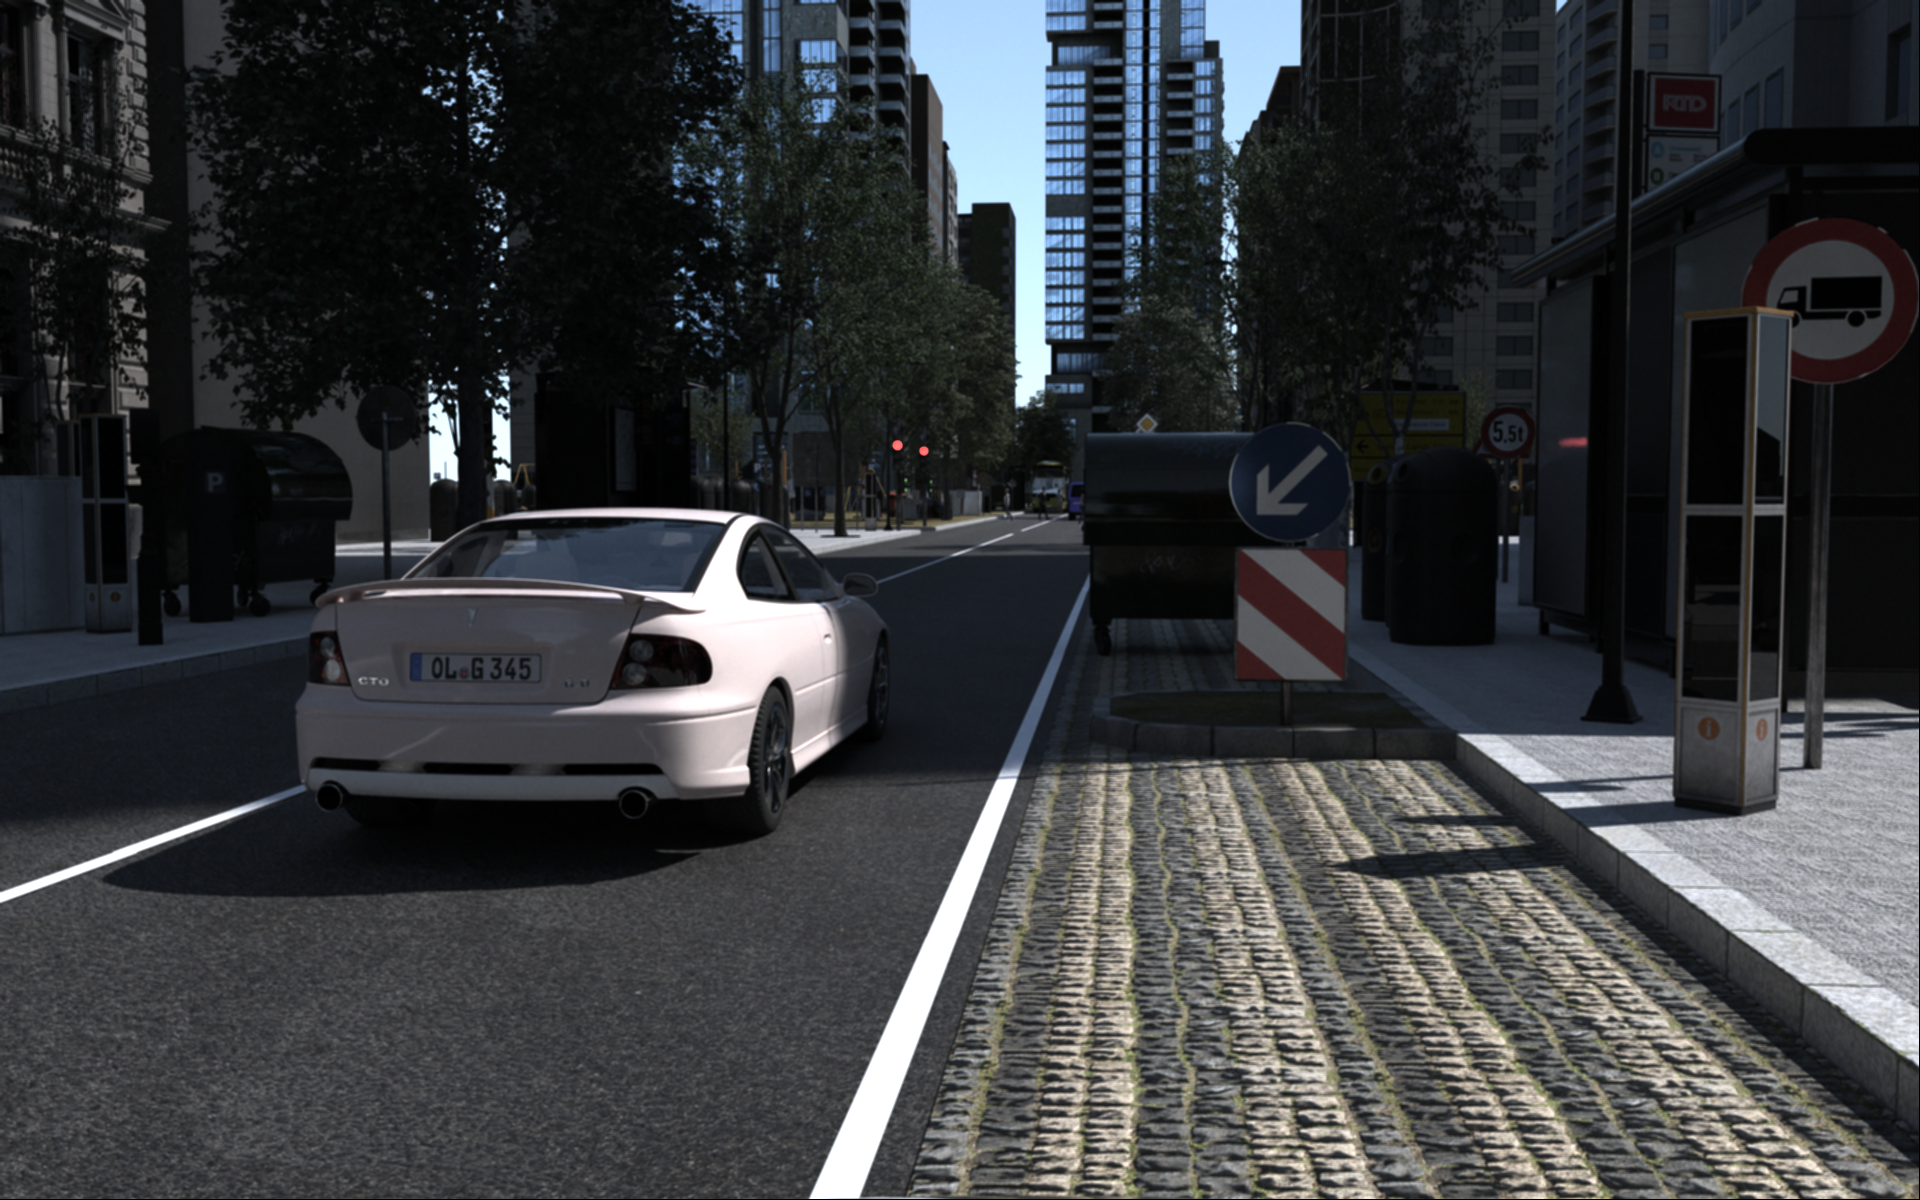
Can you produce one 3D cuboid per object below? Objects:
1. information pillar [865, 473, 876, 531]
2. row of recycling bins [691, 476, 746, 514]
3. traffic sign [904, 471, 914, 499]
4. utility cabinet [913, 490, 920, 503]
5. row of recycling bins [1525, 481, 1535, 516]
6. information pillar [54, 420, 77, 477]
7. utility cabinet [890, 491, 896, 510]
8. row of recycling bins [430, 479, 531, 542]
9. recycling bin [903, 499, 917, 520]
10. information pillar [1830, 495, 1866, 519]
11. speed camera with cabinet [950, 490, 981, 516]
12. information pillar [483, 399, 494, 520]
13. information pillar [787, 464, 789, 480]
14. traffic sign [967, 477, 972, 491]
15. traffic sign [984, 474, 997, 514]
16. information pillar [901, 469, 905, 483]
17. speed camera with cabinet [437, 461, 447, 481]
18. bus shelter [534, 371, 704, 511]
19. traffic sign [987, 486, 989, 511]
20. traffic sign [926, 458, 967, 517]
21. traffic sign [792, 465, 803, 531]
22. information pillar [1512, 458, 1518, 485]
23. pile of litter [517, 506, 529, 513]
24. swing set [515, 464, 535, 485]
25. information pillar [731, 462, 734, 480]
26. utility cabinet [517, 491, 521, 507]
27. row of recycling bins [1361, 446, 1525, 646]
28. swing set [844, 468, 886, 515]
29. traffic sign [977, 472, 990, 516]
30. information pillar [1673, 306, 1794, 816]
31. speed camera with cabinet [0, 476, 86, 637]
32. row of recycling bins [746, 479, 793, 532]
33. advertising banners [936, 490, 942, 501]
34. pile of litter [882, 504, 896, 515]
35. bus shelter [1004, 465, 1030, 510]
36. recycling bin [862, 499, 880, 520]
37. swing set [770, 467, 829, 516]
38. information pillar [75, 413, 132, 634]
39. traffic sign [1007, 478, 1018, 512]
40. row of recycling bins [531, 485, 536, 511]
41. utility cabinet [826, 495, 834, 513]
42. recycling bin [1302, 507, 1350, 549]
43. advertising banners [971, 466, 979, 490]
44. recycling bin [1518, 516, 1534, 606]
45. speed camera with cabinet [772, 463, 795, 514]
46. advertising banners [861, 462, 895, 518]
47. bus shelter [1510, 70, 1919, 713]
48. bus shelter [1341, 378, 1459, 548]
[{"bbox_3d":[-3.114,-3.420,60.401,0.304,2.012,0.304,2,4,23],"label":"information pillar"},{"bbox_3d":[-5.919,-1.978,39.450,1.069,1.692,3.534,0,4,7],"label":"row of recycling bins"},{"bbox_3d":[-2.852,-5.726,93.733,0.768,2.556,0.104,1,4,11],"label":"traffic sign"},{"bbox_3d":[-2.449,-5.394,96.864,0.318,1.500,1.173,0,4,-7],"label":"utility cabinet"},{"bbox_3d":[18.086,-2.810,53.064,3.534,1.692,1.069,0,4,6],"label":"row of recycling bins"},{"bbox_3d":[-8.835,-0.789,17.393,0.304,2.012,0.304,2,4,35],"label":"information pillar"},{"bbox_3d":[-4.340,-6.489,114.771,0.318,1.500,1.173,-2,4,-25],"label":"utility cabinet"},{"bbox_3d":[-13.364,-2.494,47.897,1.069,1.692,3.534,1,4,18],"label":"row of recycling bins"},{"bbox_3d":[-2.524,-4.409,84.638,0.722,1.027,0.722,-1,4,-10],"label":"recycling bin"},{"bbox_3d":[8.656,-0.758,16.892,0.304,2.012,0.304,2,4,31],"label":"information pillar"},{"bbox_3d":[0.222,-6.616,102.504,2.038,3.252,0.660,1,4,9],"label":"speed camera with cabinet"},{"bbox_3d":[-11.358,-3.055,41.306,0.504,3.616,0.183,0,4,-2],"label":"information pillar"},{"bbox_3d":[-13.218,-8.669,133.099,0.183,3.616,0.504,0,4,6],"label":"information pillar"},{"bbox_3d":[0.638,-8.121,132.885,0.768,2.556,0.104,1,4,11],"label":"traffic sign"},{"bbox_3d":[1.916,-6.714,109.785,0.884,2.594,0.081,0,4,7],"label":"traffic sign"},{"bbox_3d":[-4.494,-8.856,136.157,0.183,3.616,0.504,-3,5,-44],"label":"information pillar"},{"bbox_3d":[-30.595,-6.758,104.822,0.660,3.252,2.038,3,5,43],"label":"speed camera with cabinet"},{"bbox_3d":[-6.573,-2.629,34.274,1.731,3.624,6.357,0,4,6],"label":"bus shelter"},{"bbox_3d":[2.153,-7.942,129.852,0.884,2.594,0.081,1,4,10],"label":"traffic sign"},{"bbox_3d":[-0.765,-6.273,96.441,2.265,3.308,0.079,0,4,8],"label":"traffic sign"},{"bbox_3d":[-5.531,-3.705,60.677,0.768,2.556,0.104,1,4,15],"label":"traffic sign"},{"bbox_3d":[33.272,-6.863,103.559,0.504,3.616,0.183,0,4,-3],"label":"information pillar"},{"bbox_3d":[-15.437,-2.904,61.437,1.719,0.858,1.176,-1,4,-13],"label":"pile of litter"},{"bbox_3d":[-21.769,-5.657,90.105,3.119,2.851,2.862,2,4,26],"label":"swing set"},{"bbox_3d":[-16.680,-8.299,127.048,0.183,3.616,0.504,0,4,5],"label":"information pillar"},{"bbox_3d":[-28.983,-6.384,113.054,1.173,1.500,0.318,2,4,29],"label":"utility cabinet"},{"bbox_3d":[4.401,-0.560,16.273,1.069,1.692,3.534,1,4,8],"label":"row of recycling bins"},{"bbox_3d":[-5.570,-6.407,102.368,2.862,2.851,3.119,1,4,11],"label":"swing set"},{"bbox_3d":[1.354,-6.186,101.250,0.768,2.556,0.104,1,4,10],"label":"traffic sign"},{"bbox_3d":[3.132,-0.155,7.029,0.304,2.012,0.304,-3,4,-38],"label":"information pillar"},{"bbox_3d":[-8.874,-1.294,15.493,0.660,3.252,2.038,1,4,22],"label":"speed camera with cabinet"},{"bbox_3d":[-5.866,-2.554,48.863,1.069,1.692,3.534,1,4,14],"label":"row of recycling bins"},{"bbox_3d":[-0.863,-8.277,131.515,2.074,3.025,0.090,1,4,15],"label":"advertising banners"},{"bbox_3d":[-4.343,-5.733,107.701,1.719,0.858,1.176,1,4,15],"label":"pile of litter"},{"bbox_3d":[4.648,-9.150,140.879,1.731,3.624,6.357,0,4,5],"label":"bus shelter"},{"bbox_3d":[-4.497,-4.577,87.385,0.722,1.027,0.722,-1,4,-22],"label":"recycling bin"},{"bbox_3d":[-9.756,-6.374,101.841,3.119,2.851,2.862,3,4,36],"label":"swing set"},{"bbox_3d":[-7.883,-0.703,15.980,0.304,2.012,0.304,3,4,38],"label":"information pillar"},{"bbox_3d":[3.791,-7.589,125.270,0.795,2.450,0.064,1,4,11],"label":"traffic sign"},{"bbox_3d":[-18.492,-4.446,79.798,3.534,1.692,1.069,-3,5,-42],"label":"row of recycling bins"},{"bbox_3d":[-8.665,-6.529,117.909,1.020,1.237,0.306,2,4,35],"label":"utility cabinet"},{"bbox_3d":[7.026,-1.269,33.294,0.722,1.027,0.722,-1,4,-9],"label":"recycling bin"},{"bbox_3d":[0.215,-6.920,109.336,2.074,3.025,0.090,1,4,13],"label":"advertising banners"},{"bbox_3d":[6.918,-0.448,19.877,0.722,1.027,0.722,-2,4,-33],"label":"recycling bin"},{"bbox_3d":[-11.000,-7.038,109.406,0.660,3.252,2.038,3,5,42],"label":"speed camera with cabinet"},{"bbox_3d":[-4.481,-6.024,94.679,2.074,3.025,0.090,0,4,4],"label":"advertising banners"},{"bbox_3d":[5.961,-2.236,14.189,2.179,5.291,8.768,0,4,5],"label":"bus shelter"},{"bbox_3d":[9.532,-2.854,37.952,1.731,3.624,6.357,0,4,6],"label":"bus shelter"}]
